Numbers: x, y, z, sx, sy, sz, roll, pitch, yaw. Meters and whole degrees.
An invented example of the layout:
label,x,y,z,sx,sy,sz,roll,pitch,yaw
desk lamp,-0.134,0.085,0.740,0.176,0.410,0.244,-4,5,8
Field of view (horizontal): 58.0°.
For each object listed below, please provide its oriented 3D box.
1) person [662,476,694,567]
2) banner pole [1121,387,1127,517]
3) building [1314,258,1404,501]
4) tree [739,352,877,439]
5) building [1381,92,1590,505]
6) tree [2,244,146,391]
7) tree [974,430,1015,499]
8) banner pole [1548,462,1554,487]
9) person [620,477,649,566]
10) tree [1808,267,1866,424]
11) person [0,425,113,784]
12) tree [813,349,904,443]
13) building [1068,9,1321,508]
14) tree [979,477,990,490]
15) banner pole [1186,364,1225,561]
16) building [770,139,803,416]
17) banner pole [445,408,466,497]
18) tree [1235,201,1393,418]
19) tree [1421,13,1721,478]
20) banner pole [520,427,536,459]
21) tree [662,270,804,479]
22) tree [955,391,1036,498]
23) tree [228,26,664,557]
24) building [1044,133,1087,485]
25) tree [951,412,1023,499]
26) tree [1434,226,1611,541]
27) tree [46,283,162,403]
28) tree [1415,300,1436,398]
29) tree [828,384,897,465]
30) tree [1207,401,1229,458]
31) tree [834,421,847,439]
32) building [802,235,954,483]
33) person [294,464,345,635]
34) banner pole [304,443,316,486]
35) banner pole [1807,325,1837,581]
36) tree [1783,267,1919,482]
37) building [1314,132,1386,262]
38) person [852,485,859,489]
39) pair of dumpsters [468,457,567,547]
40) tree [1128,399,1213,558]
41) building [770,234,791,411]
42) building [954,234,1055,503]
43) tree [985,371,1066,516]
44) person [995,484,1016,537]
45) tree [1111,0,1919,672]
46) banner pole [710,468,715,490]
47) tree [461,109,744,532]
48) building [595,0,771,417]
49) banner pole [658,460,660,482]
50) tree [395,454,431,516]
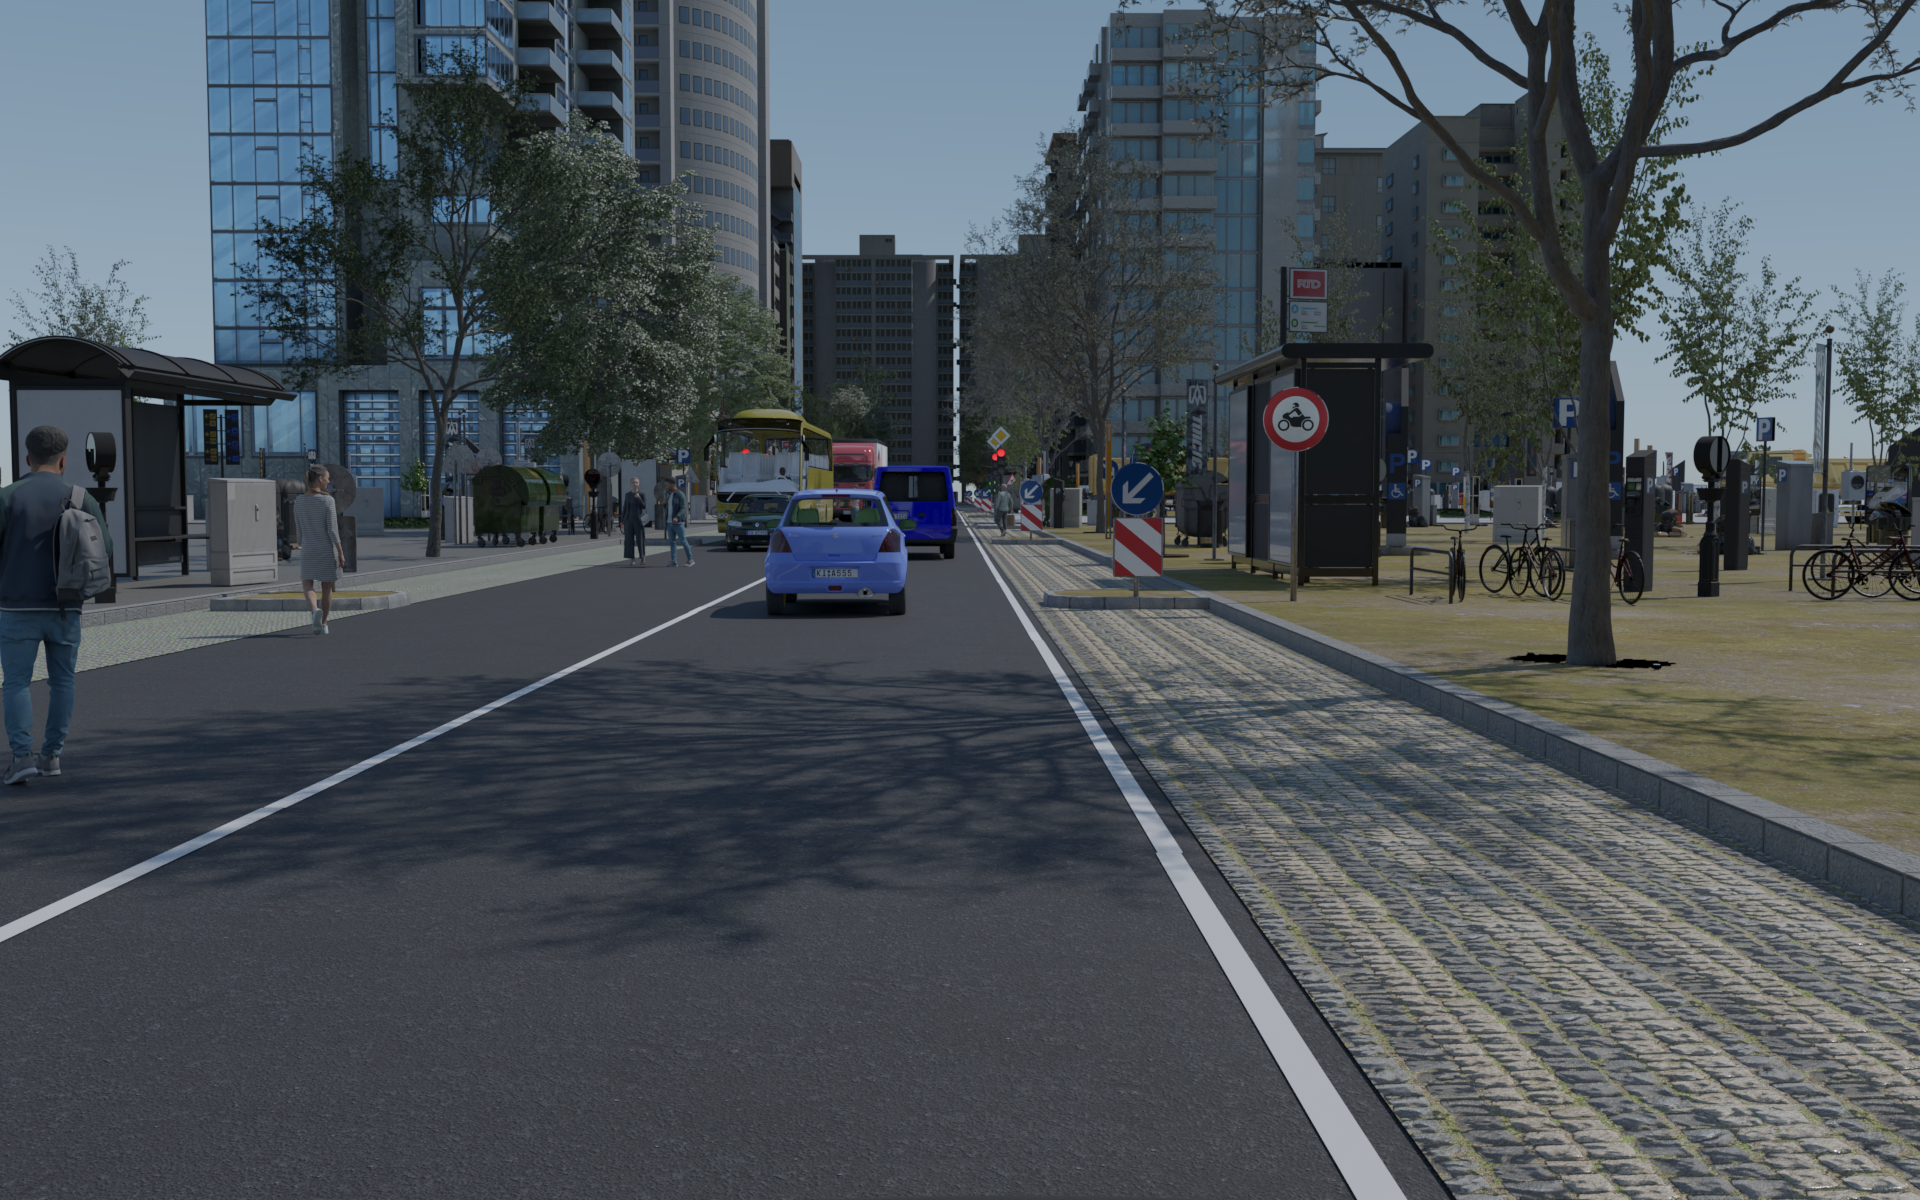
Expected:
label,x,y,z,sx,sy,sz,roll,pitch,yaw
person,-5.615,-1.550,34.190,0.623,1.781,0.721,2,4,31
banner pole,3.839,-3.088,40.503,0.401,3.779,0.863,0,4,-1
building,46.497,-27.184,216.163,14.107,30.474,14.160,0,4,0
tree,-11.336,-10.852,111.849,8.767,10.594,7.601,-3,5,-42
building,64.571,-35.987,212.083,21.600,48.544,21.300,0,4,0
tree,-25.738,-6.148,50.885,4.360,8.622,3.978,0,3,0
tree,3.571,-15.256,199.802,4.360,8.622,3.978,0,3,0
banner pole,46.461,-8.949,136.336,0.401,3.779,0.863,-1,4,-15
person,-6.556,-1.588,34.880,0.576,1.772,0.534,0,4,-7
tree,18.893,-5.651,42.752,4.737,8.622,4.395,0,3,0
person,-4.640,0.005,8.764,0.721,1.781,0.623,3,5,40
tree,-13.492,-22.807,228.789,12.611,20.169,13.585,0,3,0
building,23.559,-34.092,177.012,23.786,49.044,30.456,0,4,0
tree,2.818,-12.018,191.099,1.663,3.219,1.824,0,3,0
banner pole,4.698,-2.647,33.296,0.863,3.779,0.401,-1,4,-20
building,-27.200,-34.530,214.683,14.200,45.320,14.600,0,4,0
banner pole,-14.567,-3.683,50.229,0.863,3.779,0.401,-3,5,-43
tree,9.093,-5.753,44.426,4.360,8.622,3.978,0,3,0
tree,9.449,-4.645,26.306,4.737,8.622,4.395,0,3,0
banner pole,-16.193,-4.566,64.669,0.863,3.779,0.401,1,4,11
tree,-11.724,-10.406,88.266,7.486,12.596,7.792,0,3,0
tree,3.023,-13.043,147.668,7.601,10.594,8.767,0,3,0
tree,-10.481,-6.140,34.799,7.601,10.594,8.767,2,4,35
building,21.386,-33.809,207.402,22.147,44.769,28.867,0,4,0
tree,3.263,-18.735,223.328,9.611,12.733,9.660,0,3,0
tree,16.025,-5.962,47.836,4.360,8.622,3.978,0,3,0
tree,-29.467,-6.711,60.088,4.737,8.622,4.395,0,3,0
tree,16.719,-6.463,56.026,4.360,8.622,3.978,0,3,0
tree,-11.751,-17.941,199.998,9.857,13.997,8.962,0,3,0
tree,20.387,-11.203,133.538,4.360,8.622,3.978,0,3,0
tree,-13.003,-13.611,172.906,4.737,8.622,4.395,0,3,0
building,-12.515,-34.886,262.265,23.993,40.220,32.217,0,4,0
person,-6.490,-0.509,17.567,0.466,1.731,0.760,-2,4,-27
banner pole,-31.788,-5.789,84.670,0.401,3.779,0.863,2,4,34
banner pole,12.708,-2.173,25.549,0.401,3.779,0.863,3,5,42
tree,29.915,-6.458,55.953,4.737,8.622,4.395,0,3,0
building,60.128,-41.062,260.600,27.495,52.752,28.713,0,4,0
person,-3.539,-3.098,59.743,0.643,1.750,0.593,0,4,2
pair of dumpsters,-11.117,-2.514,43.590,1.574,2.255,4.437,0,4,0
tree,4.288,-2.481,35.166,1.663,3.219,1.824,0,3,0
building,-26.247,-25.632,190.790,14.160,30.474,14.107,0,4,0
building,11.481,-34.862,261.868,23.993,40.220,32.217,0,4,0
tree,3.762,-9.144,99.863,4.737,8.622,4.395,0,3,0
person,1.539,-2.998,58.010,0.782,1.767,0.515,-3,5,-42
tree,4.653,-6.251,12.568,12.009,13.543,11.850,0,3,0
banner pole,-19.238,-8.905,135.610,0.863,3.779,0.401,1,4,18
tree,-11.935,-9.252,57.928,9.857,13.997,8.962,0,3,0
building,-30.395,-38.335,168.781,21.231,58.520,28.212,0,4,0
banner pole,-14.621,-5.638,82.199,0.863,3.779,0.401,-1,4,-21
tree,-25.720,-5.367,82.357,1.663,3.219,1.824,0,3,0
